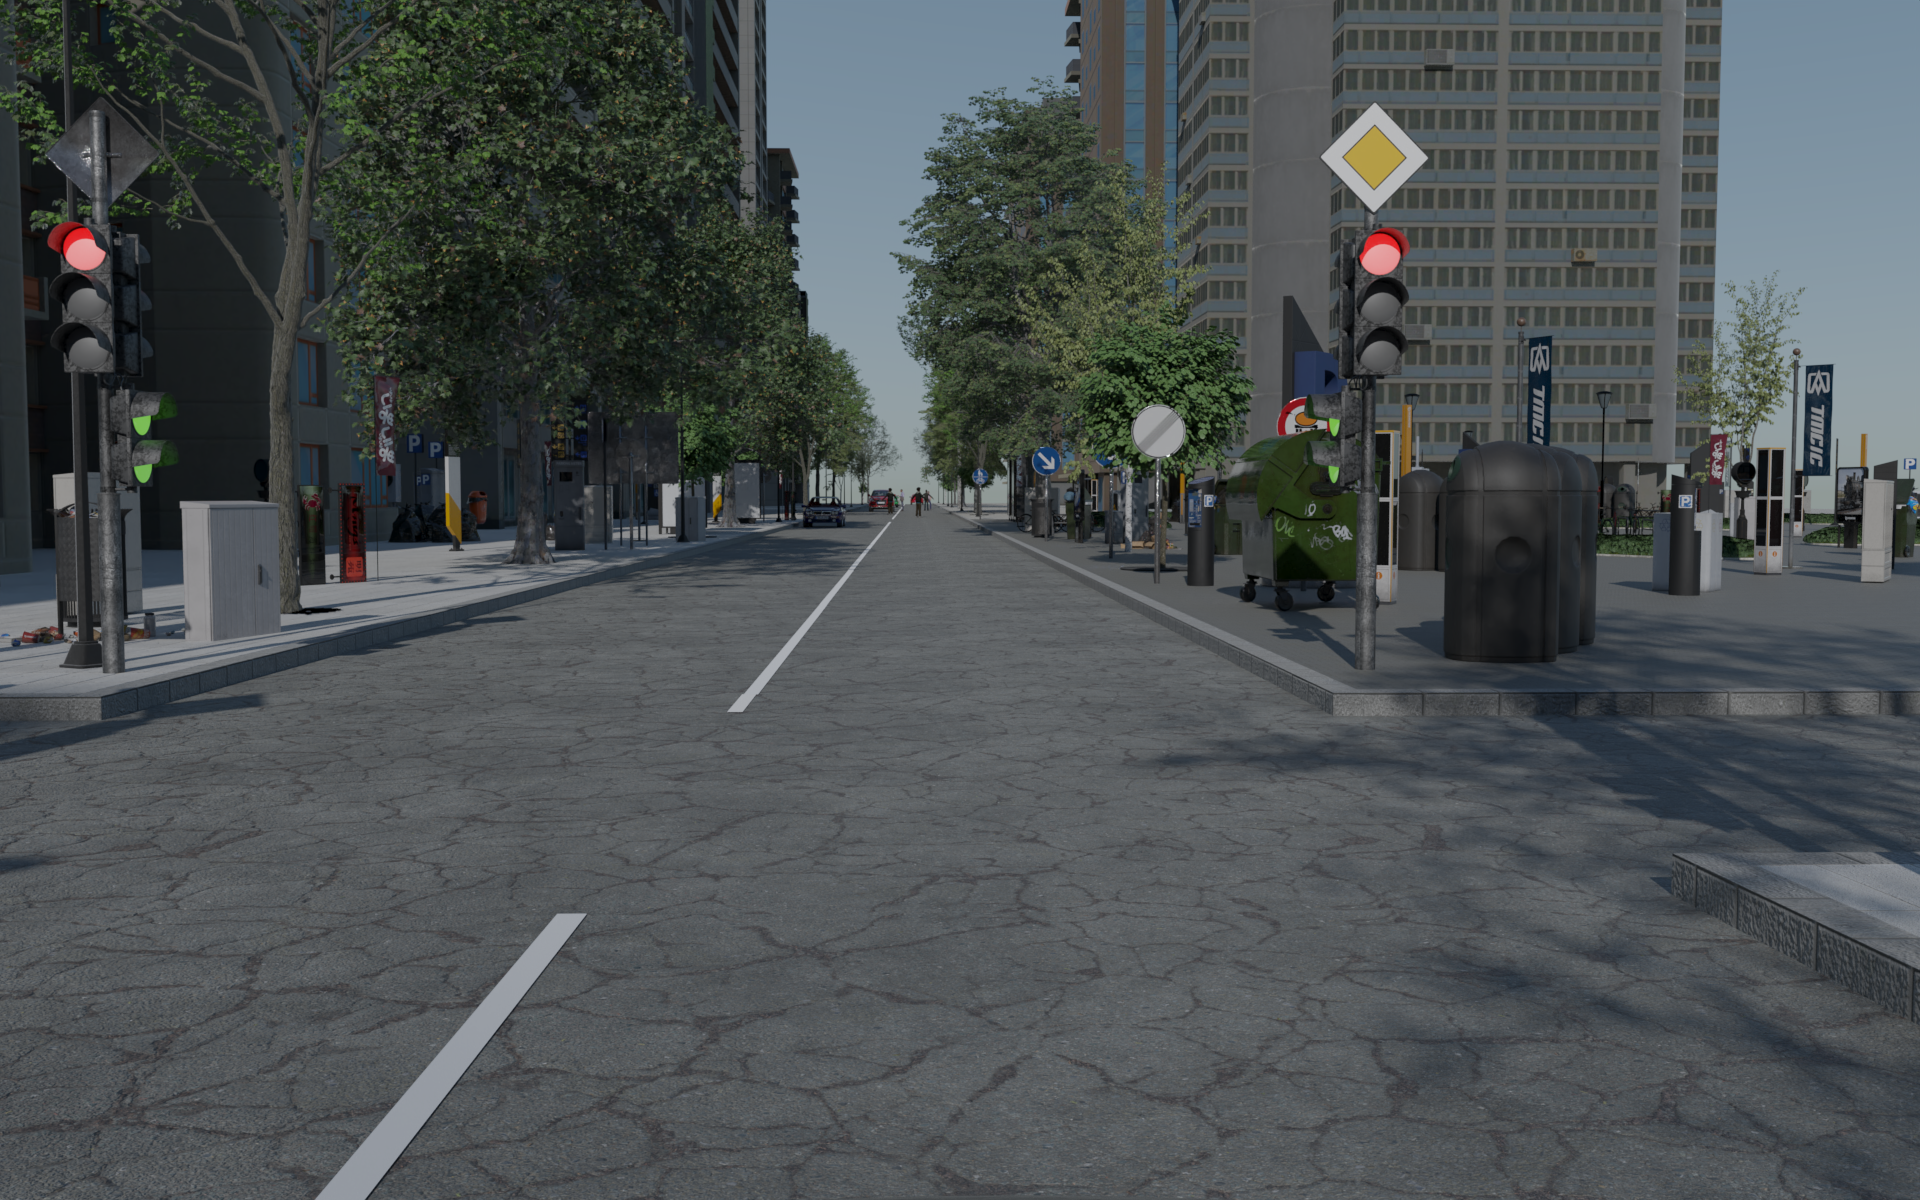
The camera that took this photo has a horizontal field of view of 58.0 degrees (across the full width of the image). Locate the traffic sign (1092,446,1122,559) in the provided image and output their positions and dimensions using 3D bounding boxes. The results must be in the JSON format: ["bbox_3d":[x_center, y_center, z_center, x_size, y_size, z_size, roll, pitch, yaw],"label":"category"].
[{"bbox_3d":[3.007,-2.098,34.409,0.768,2.556,0.104,0,4,6],"label":"traffic sign"}]

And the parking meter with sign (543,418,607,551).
[{"bbox_3d":[-8.946,-2.648,39.554,1.738,3.016,0.543,-1,4,-15],"label":"parking meter with sign"}]

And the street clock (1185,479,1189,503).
[{"bbox_3d":[10.700,-4.704,81.478,0.471,2.002,0.358,1,4,19],"label":"street clock"}]

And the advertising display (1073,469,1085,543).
[{"bbox_3d":[3.129,-2.466,45.527,0.123,1.923,0.974,0,4,-6],"label":"advertising display"}]

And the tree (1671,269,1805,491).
[{"bbox_3d":[26.048,-6.558,57.579,4.737,8.622,4.395,0,3,0],"label":"tree"}]

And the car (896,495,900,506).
[{"bbox_3d":[-8.357,-12.266,212.917,2.083,1.381,4.827,0,4,-2],"label":"car"}]

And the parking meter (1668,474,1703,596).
[{"bbox_3d":[9.202,-0.829,21.962,0.372,1.533,0.369,0,3,0],"label":"parking meter"}]

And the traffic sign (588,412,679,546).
[{"bbox_3d":[-8.098,-3.000,42.930,2.265,3.308,0.079,0,4,4],"label":"traffic sign"}]

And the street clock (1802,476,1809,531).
[{"bbox_3d":[29.095,-3.383,59.878,0.471,2.002,0.358,-3,4,-38],"label":"street clock"}]

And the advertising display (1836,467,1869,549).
[{"bbox_3d":[21.078,-2.185,40.939,0.123,1.923,0.974,-1,4,-9],"label":"advertising display"}]

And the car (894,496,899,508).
[{"bbox_3d":[-7.462,-10.733,184.284,1.959,1.807,4.718,0,4,-3],"label":"car"}]

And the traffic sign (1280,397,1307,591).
[{"bbox_3d":[4.540,-1.389,22.812,0.768,2.556,0.104,0,4,2],"label":"traffic sign"}]

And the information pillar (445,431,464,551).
[{"bbox_3d":[-11.325,-2.895,38.695,0.183,3.616,0.504,1,4,16],"label":"information pillar"}]

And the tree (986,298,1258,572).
[{"bbox_3d":[3.406,-2.779,29.155,4.285,4.588,4.351,0,3,0],"label":"tree"}]

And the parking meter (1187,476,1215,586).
[{"bbox_3d":[3.371,-0.967,24.226,0.372,1.533,0.369,0,3,0],"label":"parking meter"}]

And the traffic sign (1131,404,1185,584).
[{"bbox_3d":[2.825,-1.507,24.751,0.768,2.556,0.104,0,4,1],"label":"traffic sign"}]

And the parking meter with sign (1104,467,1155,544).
[{"bbox_3d":[4.523,-2.988,45.107,1.738,3.016,0.543,-3,5,-40],"label":"parking meter with sign"}]

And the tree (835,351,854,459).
[{"bbox_3d":[-8.790,-9.154,66.674,9.611,12.733,9.660,0,3,0],"label":"tree"}]

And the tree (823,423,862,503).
[{"bbox_3d":[-10.946,-12.729,158.486,4.737,8.622,4.395,0,3,0],"label":"tree"}]

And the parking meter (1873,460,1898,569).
[{"bbox_3d":[15.819,-1.467,29.689,0.399,1.863,0.255,2,4,26],"label":"parking meter"}]

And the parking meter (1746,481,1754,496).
[{"bbox_3d":[32.435,-4.005,71.187,0.255,1.863,0.399,1,4,9],"label":"parking meter"}]

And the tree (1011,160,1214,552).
[{"bbox_3d":[3.570,-5.378,38.291,4.737,8.622,4.395,0,3,0],"label":"tree"}]

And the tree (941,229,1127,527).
[{"bbox_3d":[2.844,-8.639,67.008,9.928,11.665,9.643,0,3,0],"label":"tree"}]

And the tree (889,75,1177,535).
[{"bbox_3d":[2.674,-8.981,53.499,9.857,13.997,8.962,0,3,0],"label":"tree"}]

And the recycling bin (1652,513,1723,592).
[{"bbox_3d":[9.680,-0.642,23.047,0.722,1.027,0.722,3,4,36],"label":"recycling bin"}]

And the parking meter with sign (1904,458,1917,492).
[{"bbox_3d":[45.829,-5.349,83.710,0.543,3.016,1.738,2,4,32],"label":"parking meter with sign"}]

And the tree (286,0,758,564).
[{"bbox_3d":[-7.936,-7.024,31.854,9.611,12.733,9.660,0,3,0],"label":"tree"}]

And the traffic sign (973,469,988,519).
[{"bbox_3d":[1.027,-5.354,87.651,0.768,2.556,0.104,0,4,0],"label":"traffic sign"}]

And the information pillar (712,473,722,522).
[{"bbox_3d":[-11.098,-5.364,79.053,0.504,3.616,0.183,3,4,39],"label":"information pillar"}]

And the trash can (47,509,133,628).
[{"bbox_3d":[-8.420,-0.315,16.798,0.748,1.137,0.748,0,3,0],"label":"trash can"}]

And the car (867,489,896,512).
[{"bbox_3d":[-6.319,-8.032,139.995,2.281,1.827,5.304,0,4,-1],"label":"car"}]

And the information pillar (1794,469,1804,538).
[{"bbox_3d":[24.776,-2.860,51.261,0.304,2.012,0.304,1,4,21],"label":"information pillar"}]

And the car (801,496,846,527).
[{"bbox_3d":[-5.925,-3.861,75.707,1.945,1.354,3.894,0,4,-1],"label":"car"}]

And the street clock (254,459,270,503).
[{"bbox_3d":[-14.228,-1.893,35.520,0.471,2.002,0.358,2,4,33],"label":"street clock"}]

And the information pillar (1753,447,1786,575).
[{"bbox_3d":[12.817,-1.403,27.426,0.304,2.012,0.304,-1,4,-16],"label":"information pillar"}]

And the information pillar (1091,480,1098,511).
[{"bbox_3d":[6.859,-5.115,88.121,0.304,2.012,0.304,1,4,16],"label":"information pillar"}]

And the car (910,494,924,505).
[{"bbox_3d":[-5.759,-13.668,232.507,2.155,1.783,4.494,0,4,-1],"label":"car"}]

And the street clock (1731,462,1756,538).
[{"bbox_3d":[17.504,-2.090,38.742,0.471,2.002,0.358,0,4,-7],"label":"street clock"}]

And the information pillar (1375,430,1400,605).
[{"bbox_3d":[4.917,-0.958,20.149,0.304,2.012,0.304,2,4,28],"label":"information pillar"}]

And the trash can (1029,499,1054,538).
[{"bbox_3d":[2.406,-2.405,50.983,0.748,1.137,0.748,0,3,0],"label":"trash can"}]

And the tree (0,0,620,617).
[{"bbox_3d":[-7.153,-5.664,18.358,9.928,11.665,9.643,0,3,0],"label":"tree"}]

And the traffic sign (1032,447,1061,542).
[{"bbox_3d":[2.330,-2.853,46.747,0.768,2.556,0.104,0,4,0],"label":"traffic sign"}]

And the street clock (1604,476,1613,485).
[{"bbox_3d":[26.601,-4.068,71.086,0.358,2.002,0.471,0,4,1],"label":"street clock"}]

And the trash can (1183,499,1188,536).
[{"bbox_3d":[7.204,-2.536,53.114,0.748,1.137,0.748,0,3,0],"label":"trash can"}]

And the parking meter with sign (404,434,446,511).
[{"bbox_3d":[-15.515,-3.354,51.102,0.543,3.016,1.738,1,4,21],"label":"parking meter with sign"}]

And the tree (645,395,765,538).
[{"bbox_3d":[-7.966,-4.114,50.981,4.285,4.588,4.351,0,3,0],"label":"tree"}]

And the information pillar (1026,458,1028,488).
[{"bbox_3d":[2.937,-5.096,74.680,0.183,3.616,0.504,-1,4,-9],"label":"information pillar"}]

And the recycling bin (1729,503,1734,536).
[{"bbox_3d":[23.082,-2.342,50.842,0.722,1.027,0.722,3,5,43],"label":"recycling bin"}]

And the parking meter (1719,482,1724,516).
[{"bbox_3d":[36.106,-4.690,82.397,0.399,1.863,0.255,-1,4,-11],"label":"parking meter"}]
